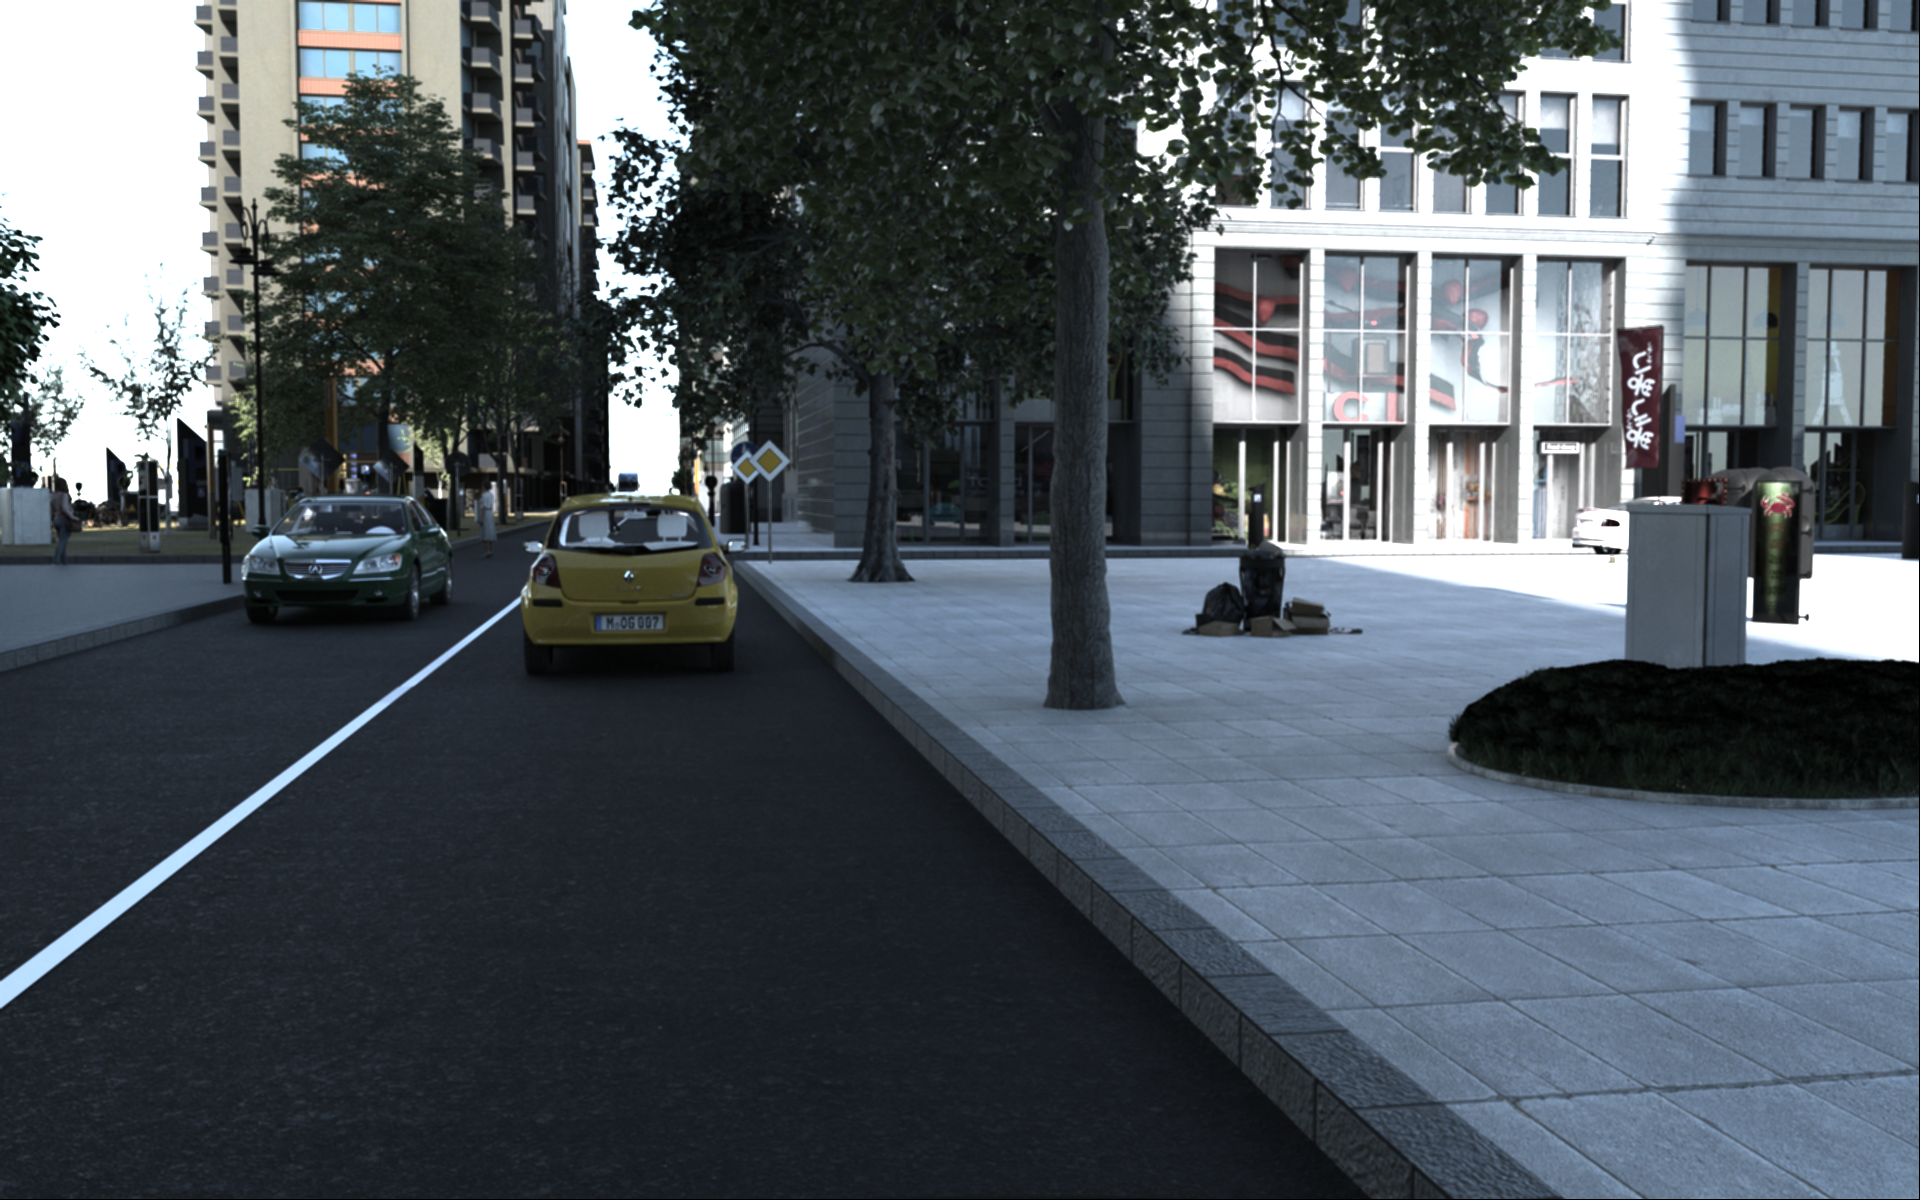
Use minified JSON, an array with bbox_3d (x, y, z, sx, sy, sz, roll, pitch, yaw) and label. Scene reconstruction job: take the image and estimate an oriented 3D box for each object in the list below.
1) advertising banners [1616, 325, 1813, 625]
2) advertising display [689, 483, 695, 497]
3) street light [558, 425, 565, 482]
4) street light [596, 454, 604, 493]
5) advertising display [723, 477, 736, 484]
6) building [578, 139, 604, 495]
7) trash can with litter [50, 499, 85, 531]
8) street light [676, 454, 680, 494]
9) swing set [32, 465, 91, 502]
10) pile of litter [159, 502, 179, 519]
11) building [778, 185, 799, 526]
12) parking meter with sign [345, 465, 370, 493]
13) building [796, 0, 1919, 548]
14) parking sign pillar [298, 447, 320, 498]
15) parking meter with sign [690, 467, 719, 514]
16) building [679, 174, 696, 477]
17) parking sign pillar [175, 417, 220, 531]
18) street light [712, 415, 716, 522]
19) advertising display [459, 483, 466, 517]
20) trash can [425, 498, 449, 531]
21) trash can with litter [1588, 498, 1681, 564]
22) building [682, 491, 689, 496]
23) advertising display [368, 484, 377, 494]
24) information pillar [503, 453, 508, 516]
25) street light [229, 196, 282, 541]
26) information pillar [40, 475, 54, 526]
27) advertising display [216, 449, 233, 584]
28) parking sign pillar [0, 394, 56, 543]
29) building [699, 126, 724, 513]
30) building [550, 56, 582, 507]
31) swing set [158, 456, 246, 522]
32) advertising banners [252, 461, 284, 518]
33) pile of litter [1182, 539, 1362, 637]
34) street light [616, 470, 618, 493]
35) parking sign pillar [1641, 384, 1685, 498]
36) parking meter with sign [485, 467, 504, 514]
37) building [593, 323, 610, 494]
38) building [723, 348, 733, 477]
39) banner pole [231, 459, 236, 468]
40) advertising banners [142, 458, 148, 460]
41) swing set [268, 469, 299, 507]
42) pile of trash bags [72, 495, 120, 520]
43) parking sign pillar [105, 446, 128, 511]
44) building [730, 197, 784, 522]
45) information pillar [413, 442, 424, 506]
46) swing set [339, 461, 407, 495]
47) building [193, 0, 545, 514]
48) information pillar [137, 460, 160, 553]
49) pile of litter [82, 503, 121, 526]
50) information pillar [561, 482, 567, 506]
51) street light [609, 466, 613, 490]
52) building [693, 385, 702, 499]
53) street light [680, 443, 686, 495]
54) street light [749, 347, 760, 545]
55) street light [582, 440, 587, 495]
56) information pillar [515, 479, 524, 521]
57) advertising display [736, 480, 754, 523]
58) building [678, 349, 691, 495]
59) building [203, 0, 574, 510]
[{"bbox_3d":[7.605,-1.310,17.605,0.090,3.025,2.074,-3,5,-40],"label":"advertising banners"},{"bbox_3d":[-15.248,-5.712,98.605,0.123,1.923,0.974,0,4,2],"label":"advertising display"},{"bbox_3d":[-26.281,-8.656,114.320,0.468,5.910,1.993,-1,4,-10],"label":"street light"},{"bbox_3d":[-38.666,-12.992,185.206,0.468,5.910,1.993,-1,4,-10],"label":"street light"},{"bbox_3d":[-8.637,-3.633,64.609,0.123,1.923,0.974,-2,4,-24],"label":"advertising display"},{"bbox_3d":[-54.732,-33.798,207.214,22.147,44.769,28.867,-1,4,-10],"label":"building"},{"bbox_3d":[-31.847,-3.078,61.387,1.678,1.210,2.233,1,4,20],"label":"trash can with litter"},{"bbox_3d":[-30.364,-13.196,188.535,0.468,5.910,1.993,-1,4,-10],"label":"street light"},{"bbox_3d":[-49.536,-5.930,94.574,2.862,2.851,3.119,1,4,22],"label":"swing set"},{"bbox_3d":[-40.379,-4.538,88.161,1.176,0.858,1.719,-3,5,-40],"label":"pile of litter"},{"bbox_3d":[0.050,-17.090,66.814,14.401,28.519,23.554,-1,4,-10],"label":"building"},{"bbox_3d":[-30.413,-5.540,86.844,1.738,3.016,0.543,-1,4,-14],"label":"parking meter with sign"},{"bbox_3d":[10.603,-16.545,48.005,29.804,29.767,11.434,-1,4,-10],"label":"building"},{"bbox_3d":[-31.639,-5.854,84.191,1.447,3.967,1.447,3,5,42],"label":"parking sign pillar"},{"bbox_3d":[-16.317,-7.008,110.838,1.738,3.016,0.543,1,4,8],"label":"parking meter with sign"},{"bbox_3d":[-24.951,-34.784,223.337,22.147,44.769,28.867,-1,4,-10],"label":"building"},{"bbox_3d":[-27.026,-4.454,61.302,1.447,3.967,1.447,1,4,23],"label":"parking sign pillar"},{"bbox_3d":[-11.189,-6.462,78.442,0.468,5.910,1.993,-1,4,-10],"label":"street light"},{"bbox_3d":[-27.993,-5.595,96.691,0.974,1.923,0.123,2,4,29],"label":"advertising display"},{"bbox_3d":[-17.426,-2.818,57.734,0.748,1.137,0.748,0,3,0],"label":"trash can"},{"bbox_3d":[12.689,-1.274,31.896,2.233,1.210,1.678,0,4,7],"label":"trash can with litter"},{"bbox_3d":[-29.586,-49.452,246.789,20.563,71.187,20.611,-1,4,-10],"label":"building"},{"bbox_3d":[-36.319,-6.260,107.559,0.974,1.923,0.123,0,4,0],"label":"advertising display"},{"bbox_3d":[-26.089,-6.612,99.465,0.183,3.616,0.504,0,4,1],"label":"information pillar"},{"bbox_3d":[-11.022,-3.330,27.228,0.468,5.910,1.993,-1,4,-10],"label":"street light"},{"bbox_3d":[-35.197,-3.811,66.801,0.304,2.012,0.304,1,4,18],"label":"information pillar"},{"bbox_3d":[-10.632,-1.216,25.090,0.123,1.923,0.974,-1,4,-20],"label":"advertising display"},{"bbox_3d":[-24.634,-3.489,45.511,1.447,3.967,1.447,-2,4,-29],"label":"parking sign pillar"},{"bbox_3d":[-11.685,-21.600,124.864,14.160,30.474,14.107,-1,4,-10],"label":"building"},{"bbox_3d":[-45.462,-32.003,173.360,14.600,45.320,14.200,-1,4,-10],"label":"building"},{"bbox_3d":[-31.395,-4.474,70.769,3.119,2.851,2.862,1,4,19],"label":"swing set"},{"bbox_3d":[-37.058,-5.895,92.572,0.090,3.025,2.074,2,4,32],"label":"advertising banners"},{"bbox_3d":[2.908,-0.123,15.976,1.719,0.858,1.176,0,4,5],"label":"pile of litter"},{"bbox_3d":[-52.864,-18.000,267.093,0.468,5.910,1.993,-1,4,-10],"label":"street light"},{"bbox_3d":[17.530,-3.347,43.203,1.447,3.967,1.447,0,4,-7],"label":"parking sign pillar"},{"bbox_3d":[-29.660,-6.928,109.541,1.738,3.016,0.543,0,4,-8],"label":"parking meter with sign"},{"bbox_3d":[-59.608,-29.754,258.175,14.160,30.474,14.107,-1,4,-10],"label":"building"},{"bbox_3d":[-8.962,-15.369,106.042,10.420,20.320,16.860,-1,4,-10],"label":"building"},{"bbox_3d":[-45.325,-7.187,107.532,0.863,3.779,0.401,-1,4,-16],"label":"banner pole"},{"bbox_3d":[-37.065,-5.001,77.961,0.090,3.025,2.074,0,4,6],"label":"advertising banners"},{"bbox_3d":[-41.425,-6.761,108.167,3.119,2.851,2.862,0,4,6],"label":"swing set"},{"bbox_3d":[-43.522,-4.666,86.034,3.447,1.369,1.912,0,4,7],"label":"pile of trash bags"},{"bbox_3d":[-47.939,-6.732,98.532,1.447,3.967,1.447,1,4,12],"label":"parking sign pillar"},{"bbox_3d":[-6.538,-14.579,87.525,9.793,20.994,18.267,-1,4,-10],"label":"building"},{"bbox_3d":[-24.597,-5.340,78.660,0.504,3.616,0.183,-3,5,-43],"label":"information pillar"},{"bbox_3d":[-28.216,-5.208,82.764,3.119,2.851,2.862,0,4,-5],"label":"swing set"},{"bbox_3d":[-41.381,-28.705,123.958,22.147,44.769,28.867,-1,4,-10],"label":"building"},{"bbox_3d":[-17.708,-2.038,37.807,0.304,2.012,0.304,2,4,23],"label":"information pillar"},{"bbox_3d":[-34.749,-3.404,69.612,1.176,0.858,1.719,0,4,-3],"label":"pile of litter"},{"bbox_3d":[-24.688,-6.328,107.951,0.304,2.012,0.304,0,4,-1],"label":"information pillar"},{"bbox_3d":[-46.570,-15.807,231.237,0.468,5.910,1.993,-1,4,-10],"label":"street light"},{"bbox_3d":[-12.918,-20.266,176.388,27.650,21.520,28.899,-1,4,-10],"label":"building"},{"bbox_3d":[-24.321,-11.054,153.516,0.468,5.910,1.993,-1,4,-10],"label":"street light"},{"bbox_3d":[-5.121,-4.314,43.318,0.468,5.910,1.993,-1,4,-10],"label":"street light"},{"bbox_3d":[-32.339,-10.798,149.337,0.468,5.910,1.993,-1,4,-10],"label":"street light"},{"bbox_3d":[-20.884,-4.746,82.082,0.304,2.012,0.304,0,4,2],"label":"information pillar"},{"bbox_3d":[-9.703,-4.435,77.732,0.974,1.923,0.123,-3,4,-38],"label":"advertising display"},{"bbox_3d":[-35.912,-30.142,264.521,14.160,30.474,14.107,-1,4,-10],"label":"building"},{"bbox_3d":[-48.346,-34.387,151.462,28.713,52.752,27.495,-1,4,-10],"label":"building"}]
